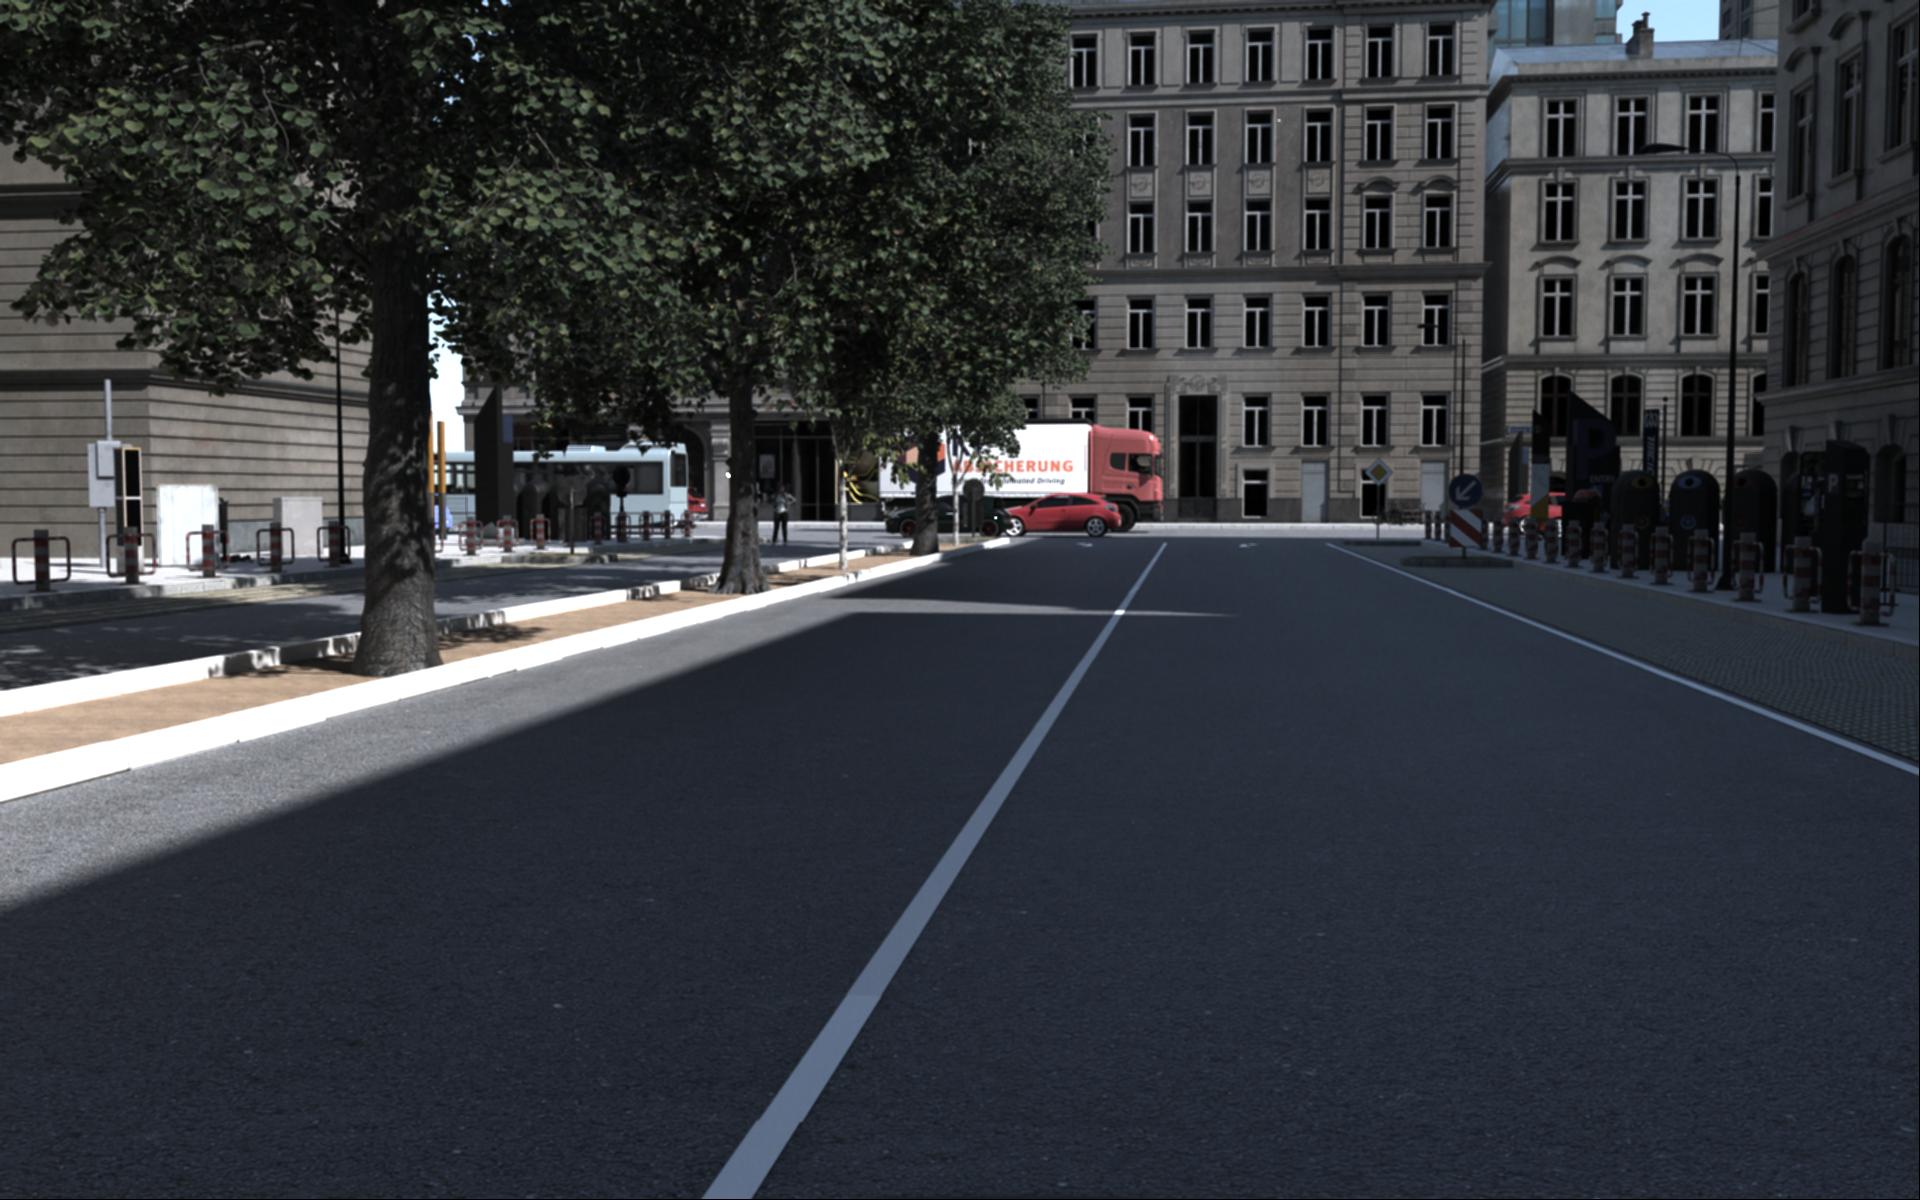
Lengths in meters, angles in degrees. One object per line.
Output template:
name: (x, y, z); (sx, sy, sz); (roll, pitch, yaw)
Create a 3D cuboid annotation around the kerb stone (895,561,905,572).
kerb stone: (-1.206, -0.595, 31.931); (0.120, 0.150, 1.000); (0, 4, 8)

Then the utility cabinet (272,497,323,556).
utility cabinet: (-13.801, -1.526, 36.113); (0.306, 1.237, 1.020); (2, 4, 32)

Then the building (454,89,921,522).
building: (-21.638, -14.364, 85.753); (40.483, 20.767, 10.553); (0, 4, 8)

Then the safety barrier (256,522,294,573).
safety barrier: (-11.195, -0.860, 28.339); (0.300, 0.817, 1.120); (0, 4, 8)

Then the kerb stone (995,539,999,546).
kerb stone: (0.885, -1.529, 47.200); (0.120, 0.150, 1.000); (0, 4, 8)

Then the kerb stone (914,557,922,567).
kerb stone: (-0.926, -0.718, 33.974); (0.120, 0.150, 1.000); (0, 4, 8)

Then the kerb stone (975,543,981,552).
kerb stone: (0.328, -1.281, 43.134); (0.120, 0.150, 1.000); (0, 4, 8)

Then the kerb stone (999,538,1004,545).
kerb stone: (1.029, -1.591, 48.220); (0.120, 0.150, 1.000); (0, 4, 8)

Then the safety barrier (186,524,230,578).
safety barrier: (-11.460, -0.742, 26.409); (0.300, 0.817, 1.120); (0, 4, 8)

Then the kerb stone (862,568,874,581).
kerb stone: (-1.632, -0.408, 28.863); (0.120, 0.150, 1.000); (0, 4, 8)

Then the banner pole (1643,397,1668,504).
banner pole: (17.988, -3.349, 44.777); (0.401, 3.779, 0.863); (-2, 4, -32)

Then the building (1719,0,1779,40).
building: (90.905, -45.530, 182.668); (20.611, 71.187, 20.563); (0, 4, 8)

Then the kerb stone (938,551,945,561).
kerb stone: (-0.509, -0.907, 37.026); (0.120, 0.150, 1.000); (0, 4, 8)

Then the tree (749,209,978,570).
tree: (-2.187, -4.848, 32.081); (4.737, 8.622, 4.395); (0, 3, 0)

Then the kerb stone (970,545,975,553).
kerb stone: (0.189, -1.219, 42.118); (0.120, 0.150, 1.000); (0, 4, 8)

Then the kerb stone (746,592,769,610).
kerb stone: (-2.610, 0.029, 21.726); (0.120, 0.150, 1.000); (0, 4, 8)

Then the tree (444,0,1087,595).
tree: (-3.123, -6.440, 24.757); (9.611, 12.733, 9.660); (0, 3, 0)

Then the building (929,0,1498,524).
building: (11.245, -17.369, 81.250); (25.104, 27.353, 12.463); (0, 4, 8)

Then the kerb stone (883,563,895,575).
kerb stone: (-1.350, -0.533, 30.916); (0.120, 0.150, 1.000); (0, 4, 8)

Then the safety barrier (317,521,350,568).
safety barrier: (-10.930, -0.976, 30.237); (0.300, 0.817, 1.120); (0, 4, 8)

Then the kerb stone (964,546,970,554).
kerb stone: (0.048, -1.156, 41.102); (0.120, 0.150, 1.000); (0, 4, 8)

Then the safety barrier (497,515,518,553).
safety barrier: (-9.885, -1.442, 37.846); (0.300, 0.817, 1.120); (0, 4, 8)

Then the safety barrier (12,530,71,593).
safety barrier: (-11.982, -0.510, 22.606); (0.300, 0.817, 1.120); (0, 4, 8)

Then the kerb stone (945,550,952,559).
kerb stone: (-0.364, -0.969, 38.042); (0.120, 0.150, 1.000); (0, 4, 8)

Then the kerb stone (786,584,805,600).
kerb stone: (-2.334, -0.096, 23.764); (0.120, 0.150, 1.000); (0, 4, 8)

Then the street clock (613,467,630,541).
street clock: (-9.176, -2.594, 46.981); (0.358, 2.002, 0.471); (2, 4, 28)

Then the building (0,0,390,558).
building: (-31.887, -13.679, 42.742); (34.723, 24.649, 14.460); (0, 4, 8)

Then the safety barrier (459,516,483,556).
safety barrier: (-10.149, -1.326, 35.947); (0.300, 0.817, 1.120); (0, 4, 8)

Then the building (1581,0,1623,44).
building: (44.726, -32.697, 154.211); (23.786, 49.044, 30.456); (0, 4, 8)

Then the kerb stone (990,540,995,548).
kerb stone: (0.758, -1.467, 46.183); (0.120, 0.150, 1.000); (0, 4, 8)

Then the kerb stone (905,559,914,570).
kerb stone: (-1.060, -0.658, 32.955); (0.120, 0.150, 1.000); (0, 4, 8)

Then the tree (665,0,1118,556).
tree: (-0.806, -7.979, 39.565); (9.857, 13.997, 8.962); (0, 3, 0)

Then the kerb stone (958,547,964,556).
kerb stone: (-0.087, -1.091, 40.073); (0.120, 0.150, 1.000); (0, 4, 8)

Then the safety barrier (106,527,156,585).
safety barrier: (-11.720, -0.626, 24.505); (0.300, 0.817, 1.120); (0, 4, 8)

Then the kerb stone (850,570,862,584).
kerb stone: (-1.774, -0.346, 27.848); (0.120, 0.150, 1.000); (0, 4, 8)

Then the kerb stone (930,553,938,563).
kerb stone: (-0.649, -0.844, 36.008); (0.120, 0.150, 1.000); (0, 4, 8)

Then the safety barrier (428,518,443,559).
safety barrier: (-10.411, -1.209, 34.036); (0.300, 0.817, 1.120); (0, 4, 8)

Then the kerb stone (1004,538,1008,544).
kerb stone: (1.170, -1.655, 49.251); (0.120, 0.150, 1.000); (0, 4, 8)

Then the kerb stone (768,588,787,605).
kerb stone: (-2.475, -0.033, 22.742); (0.120, 0.150, 1.000); (0, 4, 8)

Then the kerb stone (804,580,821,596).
kerb stone: (-2.196, -0.156, 24.793); (0.120, 0.150, 1.000); (0, 4, 8)

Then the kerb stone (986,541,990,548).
kerb stone: (0.603, -1.400, 45.165); (0.120, 0.150, 1.000); (0, 4, 8)

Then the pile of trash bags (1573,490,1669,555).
pile of trash bags: (13.856, -1.614, 36.149); (3.447, 1.369, 1.912); (-3, 5, -40)

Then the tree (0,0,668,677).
tree: (-4.482, -6.383, 13.473); (9.857, 13.997, 8.962); (0, 3, 0)

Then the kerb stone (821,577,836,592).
kerb stone: (-2.048, -0.221, 25.806); (0.120, 0.150, 1.000); (0, 4, 8)

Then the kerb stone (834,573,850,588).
kerb stone: (-1.910, -0.284, 26.833); (0.120, 0.150, 1.000); (0, 4, 8)

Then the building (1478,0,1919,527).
building: (41.657, -15.911, 79.230); (34.723, 24.649, 14.460); (0, 4, 8)

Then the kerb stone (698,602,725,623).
kerb stone: (-2.890, 0.153, 19.692); (0.120, 0.150, 1.000); (0, 4, 8)

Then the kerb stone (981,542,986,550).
kerb stone: (0.471, -1.337, 44.149); (0.120, 0.150, 1.000); (0, 4, 8)

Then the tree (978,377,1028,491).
tree: (-0.105, -5.769, 47.143); (4.737, 8.622, 4.395); (0, 3, 0)

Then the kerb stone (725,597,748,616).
kerb stone: (-2.755, 0.095, 20.712); (0.120, 0.150, 1.000); (0, 4, 8)

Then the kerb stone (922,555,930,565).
kerb stone: (-0.785, -0.782, 34.988); (0.120, 0.150, 1.000); (0, 4, 8)

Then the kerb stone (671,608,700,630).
kerb stone: (-3.032, 0.216, 18.669); (0.120, 0.150, 1.000); (0, 4, 8)

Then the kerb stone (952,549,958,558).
kerb stone: (-0.234, -1.031, 39.058); (0.120, 0.150, 1.000); (0, 4, 8)

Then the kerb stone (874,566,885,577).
kerb stone: (-1.492, -0.463, 29.888); (0.120, 0.150, 1.000); (0, 4, 8)

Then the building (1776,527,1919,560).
building: (22.851, -12.613, 25.302); (14.460, 24.649, 34.723); (0, 4, 8)
